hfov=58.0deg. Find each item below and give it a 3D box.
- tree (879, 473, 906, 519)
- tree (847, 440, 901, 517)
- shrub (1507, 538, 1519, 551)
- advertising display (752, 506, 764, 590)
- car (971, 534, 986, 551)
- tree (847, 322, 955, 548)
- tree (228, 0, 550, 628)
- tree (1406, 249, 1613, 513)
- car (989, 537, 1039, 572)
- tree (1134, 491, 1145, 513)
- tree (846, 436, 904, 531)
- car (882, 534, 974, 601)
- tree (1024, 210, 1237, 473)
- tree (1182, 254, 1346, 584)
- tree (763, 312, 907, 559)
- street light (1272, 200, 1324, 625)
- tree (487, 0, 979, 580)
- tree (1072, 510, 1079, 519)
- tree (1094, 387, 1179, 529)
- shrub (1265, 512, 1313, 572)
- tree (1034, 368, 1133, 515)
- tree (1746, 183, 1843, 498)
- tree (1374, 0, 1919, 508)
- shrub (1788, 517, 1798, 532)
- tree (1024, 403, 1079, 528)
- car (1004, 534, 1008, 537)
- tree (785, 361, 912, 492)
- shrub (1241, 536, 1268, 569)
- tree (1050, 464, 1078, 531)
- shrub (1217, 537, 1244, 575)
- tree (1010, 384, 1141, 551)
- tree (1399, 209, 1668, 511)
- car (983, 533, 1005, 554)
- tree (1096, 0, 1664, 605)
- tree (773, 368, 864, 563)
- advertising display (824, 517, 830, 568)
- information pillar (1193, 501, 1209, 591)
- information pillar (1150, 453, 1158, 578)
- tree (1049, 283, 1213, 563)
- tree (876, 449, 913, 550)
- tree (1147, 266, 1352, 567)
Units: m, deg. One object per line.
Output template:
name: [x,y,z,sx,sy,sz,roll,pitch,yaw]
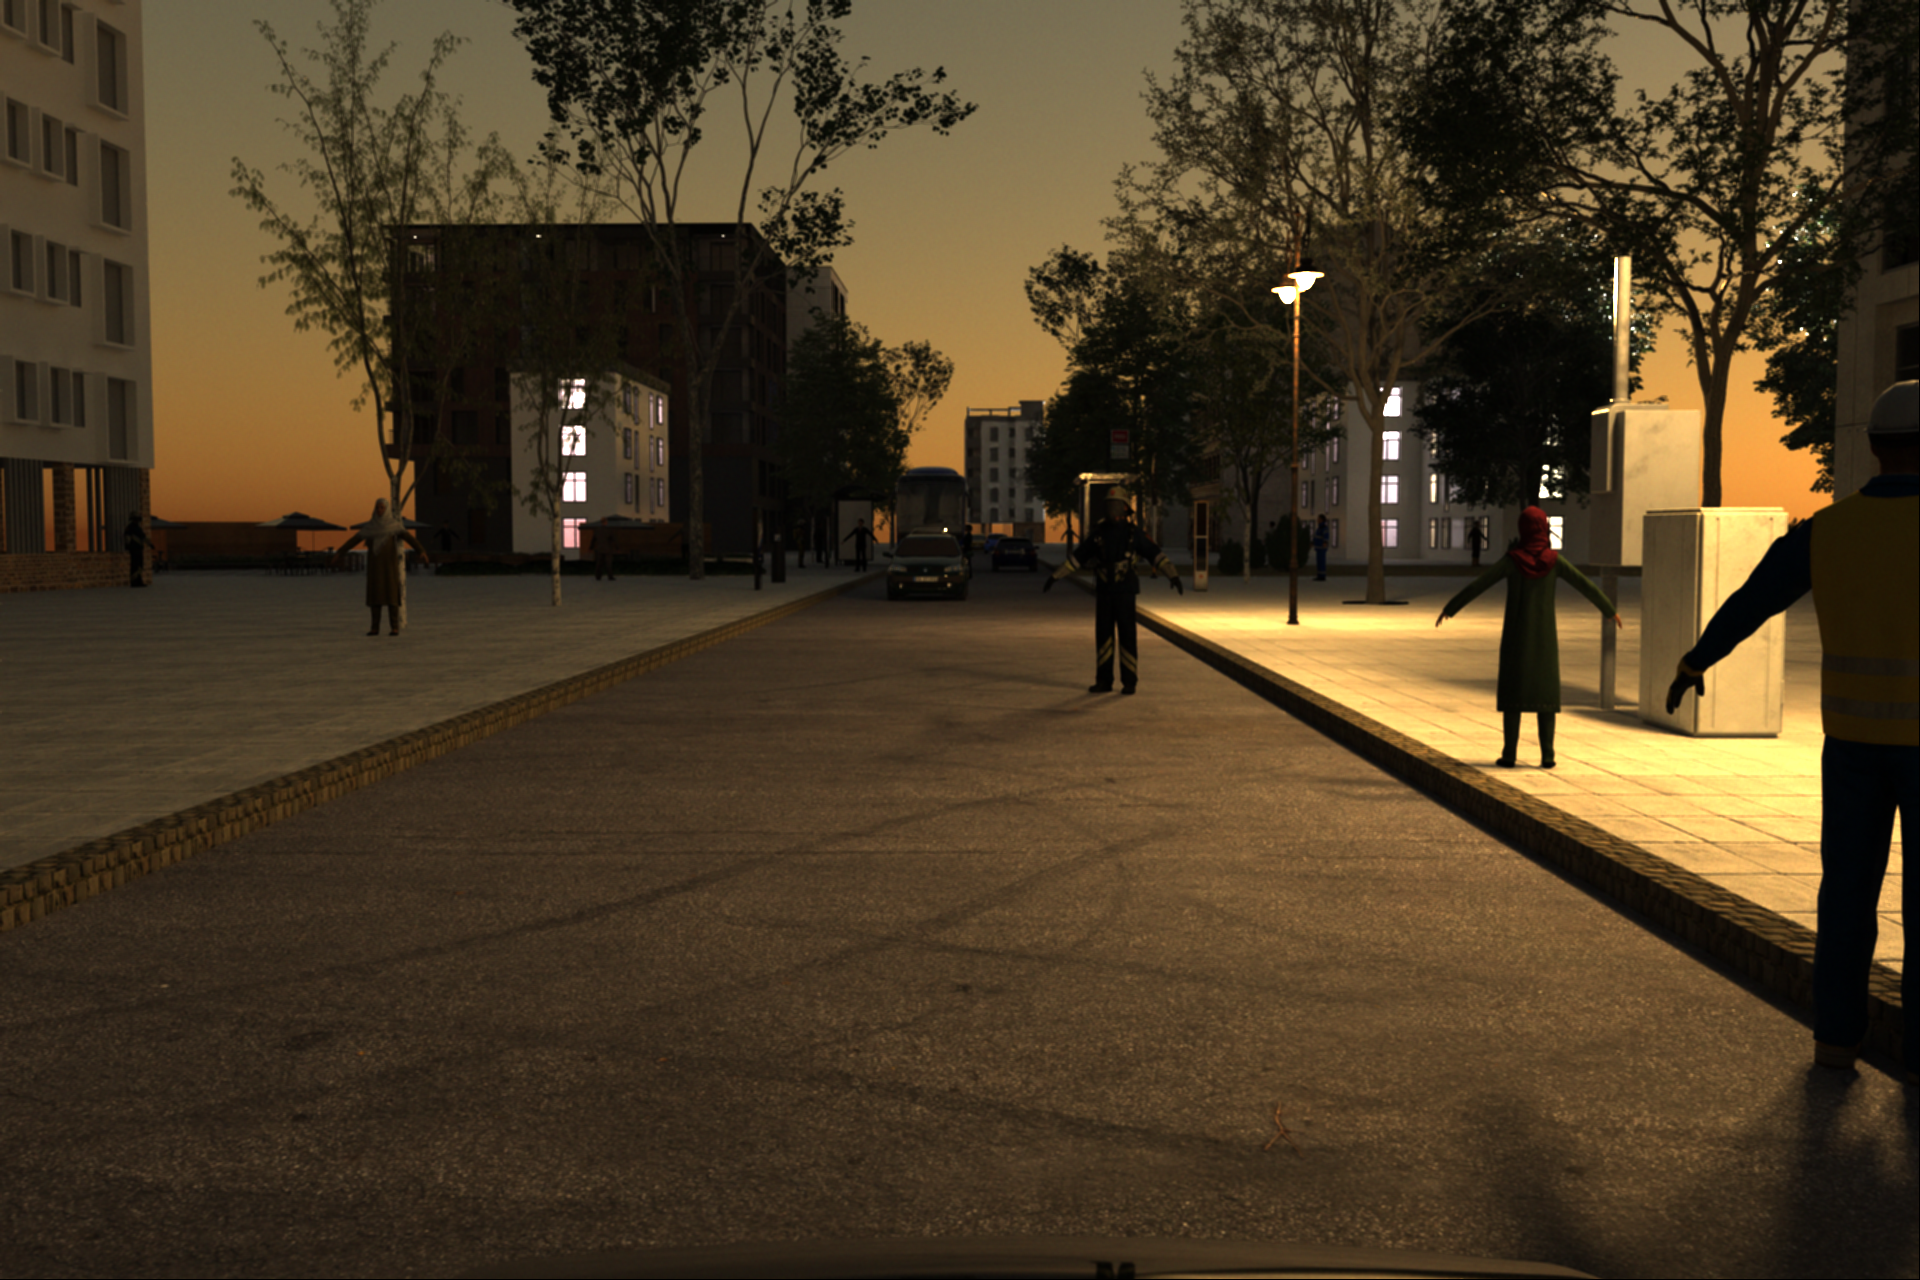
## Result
tree: [-7.919,-18.962,244.448,7.601,10.594,8.767,0,4,3]
tree: [-6.009,-10.162,116.510,4.737,8.622,4.395,0,3,0]
shrub: [21.266,-3.366,66.155,1.383,1.207,1.383,0,3,0]
advertising display: [-4.647,-2.120,39.876,0.123,1.923,0.974,0,4,1]
car: [1.380,-7.618,134.774,2.015,1.641,3.980,0,4,1]
tree: [-7.292,-18.335,155.669,12.611,20.169,13.585,0,3,0]
tree: [-7.713,-4.482,23.643,4.360,8.622,3.978,0,3,0]
tree: [17.966,-7.423,55.785,7.601,10.594,8.767,1,4,9]
car: [2.090,-3.309,66.684,1.945,1.354,3.894,0,4,1]
tree: [29.344,-20.514,245.769,12.009,13.543,11.850,0,3,0]
tree: [-6.253,-10.636,124.259,4.737,8.622,4.395,0,3,0]
car: [-0.688,-1.761,38.578,2.009,1.686,4.222,0,4,1]
tree: [10.516,-14.970,100.651,12.611,20.169,13.585,0,3,0]
tree: [7.593,-5.774,44.762,4.737,8.622,4.395,0,3,0]
tree: [-6.661,-10.458,89.120,7.486,12.596,7.792,0,3,0]
street light: [4.736,-3.160,24.451,0.468,5.910,1.993,0,4,1]
tree: [-6.375,-11.715,47.437,12.611,20.169,13.585,0,3,0]
tree: [19.394,-19.182,248.039,7.601,10.594,8.767,0,4,7]
tree: [8.469,-8.392,87.569,4.360,8.622,3.978,0,3,0]
shrub: [11.102,-3.332,58.512,1.661,2.075,1.752,0,3,0]
tree: [8.611,-12.202,117.633,7.486,12.596,7.792,0,3,0]
tree: [28.876,-8.935,52.738,9.857,13.997,8.962,0,3,0]
tree: [7.616,-5.106,17.898,7.601,10.594,8.767,-2,4,-30]
shrub: [30.195,-3.648,63.689,1.661,2.075,1.752,0,3,0]
tree: [8.925,-14.045,147.767,7.486,12.596,7.792,0,3,0]
car: [3.637,-9.005,157.025,2.009,1.686,4.222,0,4,0]
tree: [-6.664,-10.988,105.409,9.928,11.665,9.643,0,3,0]
shrub: [10.857,-3.217,63.719,1.383,1.207,1.383,0,3,0]
tree: [9.731,-12.548,155.529,4.360,8.622,3.978,0,3,0]
shrub: [8.483,-2.632,54.145,1.383,1.207,1.383,0,3,0]
tree: [9.386,-13.644,133.449,12.009,13.543,11.850,0,3,0]
tree: [22.478,-9.863,67.911,9.857,13.997,8.962,0,3,0]
car: [2.624,-7.141,126.354,1.945,1.707,3.694,0,4,0]
tree: [7.589,-7.407,31.469,12.009,13.543,11.850,0,3,0]
tree: [-6.734,-7.768,77.374,4.360,8.622,3.978,0,3,0]
advertising display: [-4.985,-3.653,64.944,0.123,1.923,0.974,0,4,2]
information pillar: [5.386,-2.097,38.780,0.304,2.012,0.304,0,4,1]
information pillar: [5.629,-3.602,50.247,0.183,3.616,0.504,0,4,1]
tree: [7.729,-9.771,77.888,7.486,12.596,7.792,0,3,0]
tree: [-5.519,-11.617,140.299,4.737,8.622,4.395,0,3,0]
tree: [11.336,-8.654,67.249,9.928,11.665,9.643,0,3,0]
